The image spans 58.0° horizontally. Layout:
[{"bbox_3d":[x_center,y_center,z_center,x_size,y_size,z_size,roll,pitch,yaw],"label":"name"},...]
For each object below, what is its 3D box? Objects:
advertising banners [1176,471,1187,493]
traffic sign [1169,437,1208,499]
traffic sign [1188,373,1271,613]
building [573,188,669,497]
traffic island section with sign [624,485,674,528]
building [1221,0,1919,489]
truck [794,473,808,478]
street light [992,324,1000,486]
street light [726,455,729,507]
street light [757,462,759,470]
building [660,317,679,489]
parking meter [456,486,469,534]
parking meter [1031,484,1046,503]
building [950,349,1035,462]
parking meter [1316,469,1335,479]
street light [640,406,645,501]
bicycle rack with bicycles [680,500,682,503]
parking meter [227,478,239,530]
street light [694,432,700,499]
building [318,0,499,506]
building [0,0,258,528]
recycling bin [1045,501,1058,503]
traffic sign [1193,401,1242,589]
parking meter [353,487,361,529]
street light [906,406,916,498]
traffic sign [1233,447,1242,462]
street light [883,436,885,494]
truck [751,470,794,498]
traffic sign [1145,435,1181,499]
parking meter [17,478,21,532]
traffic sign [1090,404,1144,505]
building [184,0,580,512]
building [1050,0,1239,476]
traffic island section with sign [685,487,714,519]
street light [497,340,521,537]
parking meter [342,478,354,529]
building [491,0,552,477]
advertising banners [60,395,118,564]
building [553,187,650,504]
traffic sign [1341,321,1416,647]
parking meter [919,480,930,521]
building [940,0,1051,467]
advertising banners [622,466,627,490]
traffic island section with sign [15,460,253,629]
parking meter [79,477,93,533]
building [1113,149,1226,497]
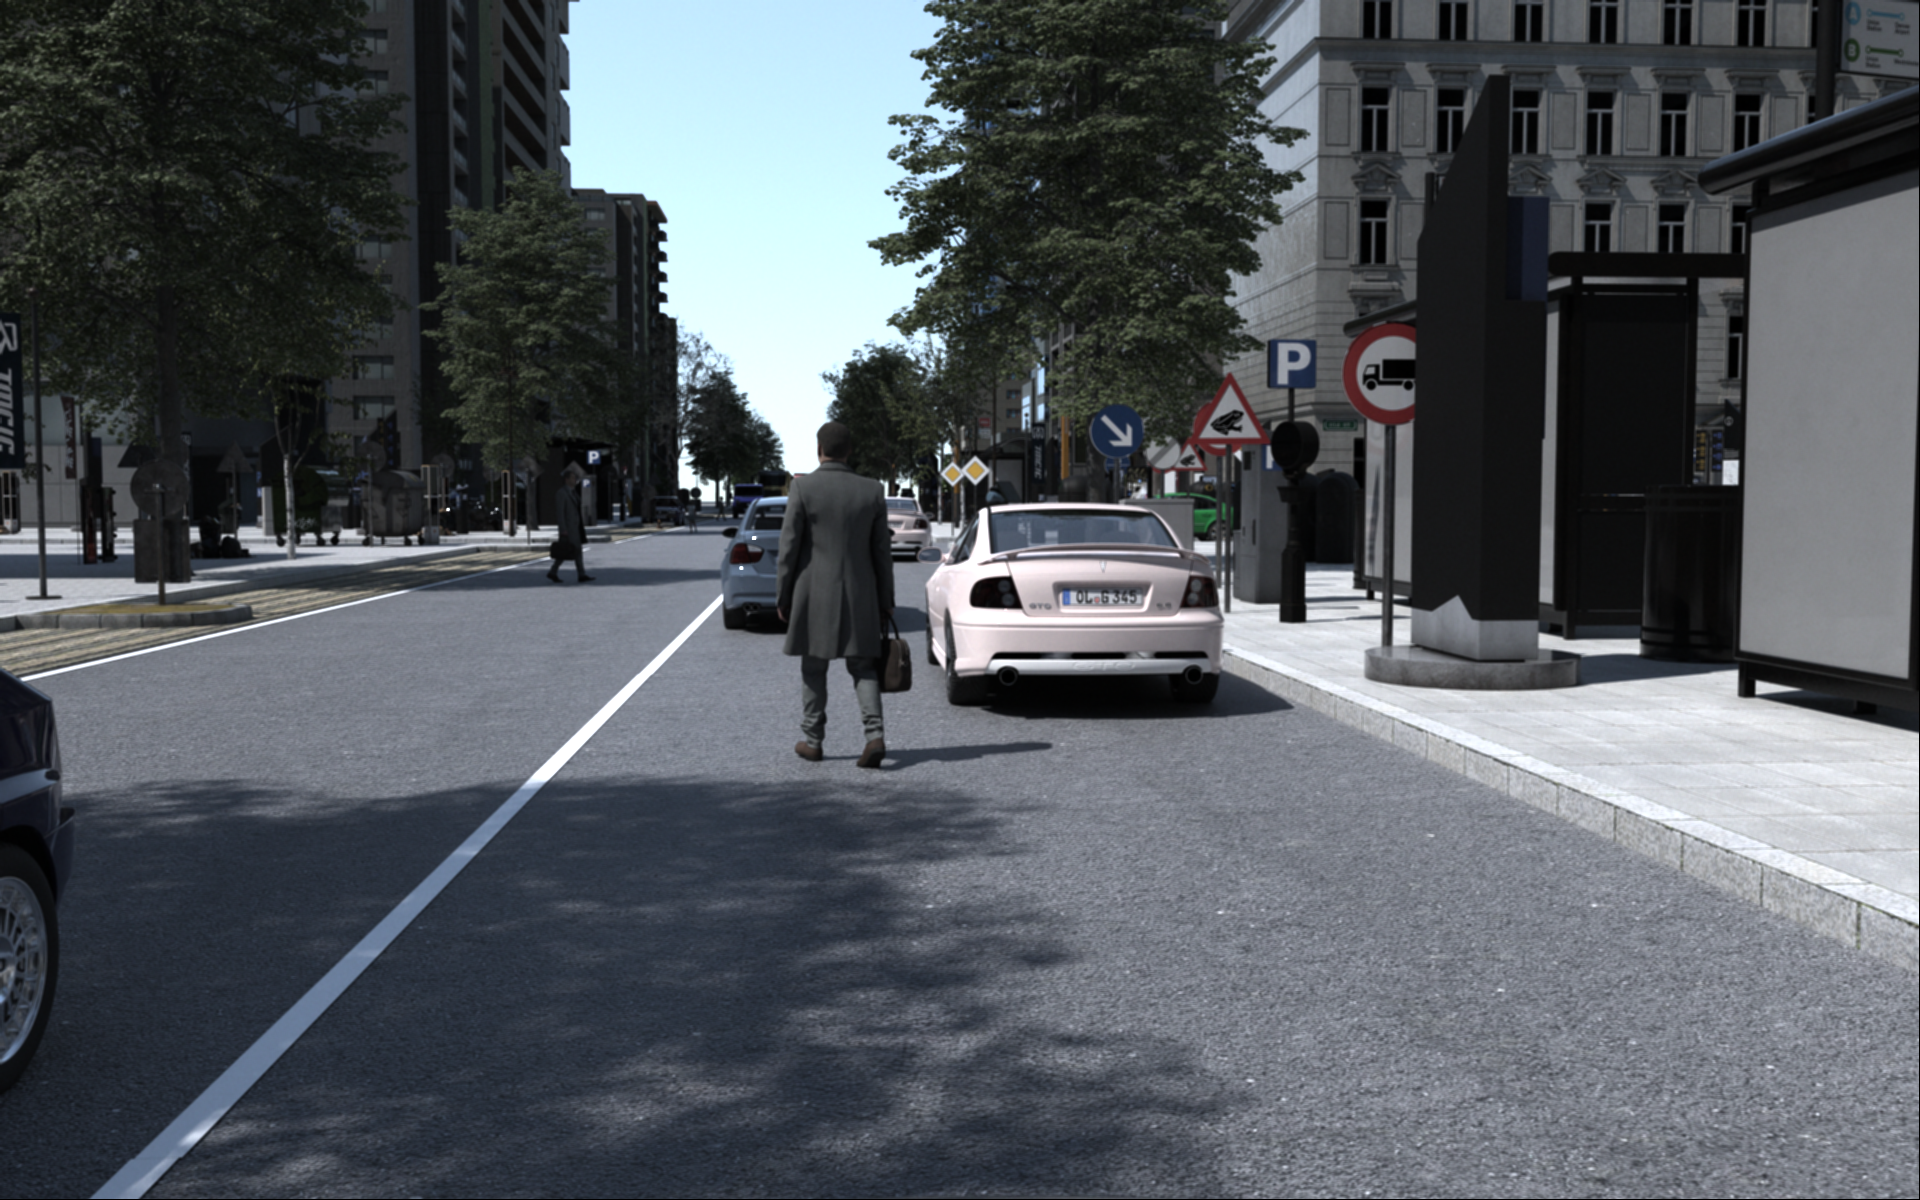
[{"bbox_3d":[8.884,-4.276,66.092,2.074,3.025,0.090,1,4,18],"label":"advertising banners"},{"bbox_3d":[5.238,-2.431,39.751,0.884,2.594,0.081,0,4,2],"label":"traffic sign"},{"bbox_3d":[2.887,-1.139,18.629,0.884,2.594,0.081,0,4,2],"label":"traffic sign"},{"bbox_3d":[-53.907,-36.445,250.491,22.147,44.769,28.867,0,4,-4],"label":"building"},{"bbox_3d":[-13.297,-4.007,74.144,1.989,1.847,2.006,0,4,-4],"label":"traffic island section with sign"},{"bbox_3d":[34.633,-18.362,76.640,44.131,29.872,17.030,0,4,-4],"label":"building"},{"bbox_3d":[-21.279,-15.096,235.735,2.839,4.237,11.283,0,4,-3],"label":"truck"},{"bbox_3d":[0.881,-4.374,44.308,0.468,5.910,1.993,0,4,-4],"label":"street light"},{"bbox_3d":[-22.520,-11.861,166.720,0.468,5.910,1.993,0,4,-4],"label":"street light"},{"bbox_3d":[-28.978,-16.910,249.270,0.468,5.910,1.993,0,4,-4],"label":"street light"},{"bbox_3d":[-52.008,-30.635,272.585,14.160,30.474,14.107,0,4,-4],"label":"building"},{"bbox_3d":[-15.891,-2.867,55.281,0.372,1.533,0.369,0,3,0],"label":"parking meter"},{"bbox_3d":[2.021,-2.228,44.831,0.372,1.533,0.369,0,3,0],"label":"parking meter"},{"bbox_3d":[13.446,-24.393,243.866,27.650,21.520,28.899,0,4,-4],"label":"building"},{"bbox_3d":[8.436,-2.102,40.072,0.399,1.863,0.255,3,5,42],"label":"parking meter"},{"bbox_3d":[-16.579,-7.188,90.308,0.468,5.910,1.993,0,4,-4],"label":"street light"},{"bbox_3d":[-19.353,-6.087,112.901,2.852,0.926,2.925,-1,4,-17],"label":"bicycle rack with bicycles"},{"bbox_3d":[-26.268,-3.480,62.606,0.399,1.863,0.255,-2,4,-27],"label":"parking meter"},{"bbox_3d":[-19.480,-9.505,128.198,0.468,5.910,1.993,0,4,-4],"label":"street light"},{"bbox_3d":[-39.210,-26.382,114.937,14.154,41.232,14.086,0,4,-4],"label":"building"},{"bbox_3d":[-42.975,-29.728,75.284,28.713,52.752,27.495,0,4,-4],"label":"building"},{"bbox_3d":[2.975,-2.988,61.401,0.722,1.027,0.722,3,4,36],"label":"recycling bin"},{"bbox_3d":[3.514,-1.428,23.457,0.768,2.556,0.104,0,4,-4],"label":"traffic sign"},{"bbox_3d":[-22.469,-3.433,64.537,0.372,1.533,0.369,0,3,0],"label":"parking meter"},{"bbox_3d":[-2.499,-7.042,87.918,0.468,5.910,1.993,0,4,-4],"label":"street light"},{"bbox_3d":[4.190,-1.473,25.273,0.795,2.450,0.064,0,4,-3],"label":"traffic sign"},{"bbox_3d":[-5.531,-9.381,126.168,0.468,5.910,1.993,0,4,-4],"label":"street light"},{"bbox_3d":[-15.319,-9.003,143.120,3.469,3.379,9.791,0,4,-3],"label":"truck"},{"bbox_3d":[4.282,-2.233,36.611,0.768,2.556,0.104,0,4,1],"label":"traffic sign"},{"bbox_3d":[-32.134,-3.251,58.857,0.255,1.863,0.399,-1,4,-13],"label":"parking meter"},{"bbox_3d":[2.230,-1.500,24.626,0.768,2.556,0.104,0,4,5],"label":"traffic sign"},{"bbox_3d":[-50.851,-34.866,159.299,28.713,52.752,27.495,0,4,-4],"label":"building"},{"bbox_3d":[17.092,-43.469,148.972,20.563,71.187,20.611,0,4,-4],"label":"building"},{"bbox_3d":[-15.387,-5.660,101.176,1.989,1.847,2.006,0,4,-4],"label":"traffic island section with sign"},{"bbox_3d":[-13.512,-4.849,52.061,0.468,5.910,1.993,0,4,-4],"label":"street light"},{"bbox_3d":[-22.312,-3.508,63.064,0.255,1.863,0.399,1,4,16],"label":"parking meter"},{"bbox_3d":[-44.589,-31.293,135.335,21.300,48.544,21.600,0,4,-4],"label":"building"},{"bbox_3d":[-15.975,-2.176,31.760,0.090,3.025,2.074,0,4,-3],"label":"advertising banners"},{"bbox_3d":[-48.900,-33.336,228.644,14.154,41.232,14.086,0,4,-4],"label":"building"},{"bbox_3d":[3.187,-0.780,12.852,0.768,2.556,0.104,0,4,-2],"label":"traffic sign"},{"bbox_3d":[-1.407,-3.905,69.559,0.399,1.863,0.255,-3,5,-41],"label":"parking meter"},{"bbox_3d":[9.064,-58.646,271.527,22.319,86.520,31.000,0,4,-4],"label":"building"},{"bbox_3d":[-20.312,-6.870,108.512,2.074,3.025,0.090,2,4,25],"label":"advertising banners"},{"bbox_3d":[-9.057,-0.650,19.253,1.989,1.847,2.006,0,4,-4],"label":"traffic island section with sign"},{"bbox_3d":[-29.141,-3.184,57.774,0.399,1.863,0.255,1,4,22],"label":"parking meter"},{"bbox_3d":[14.805,-15.778,108.886,10.553,20.767,40.483,0,4,-4],"label":"building"}]
